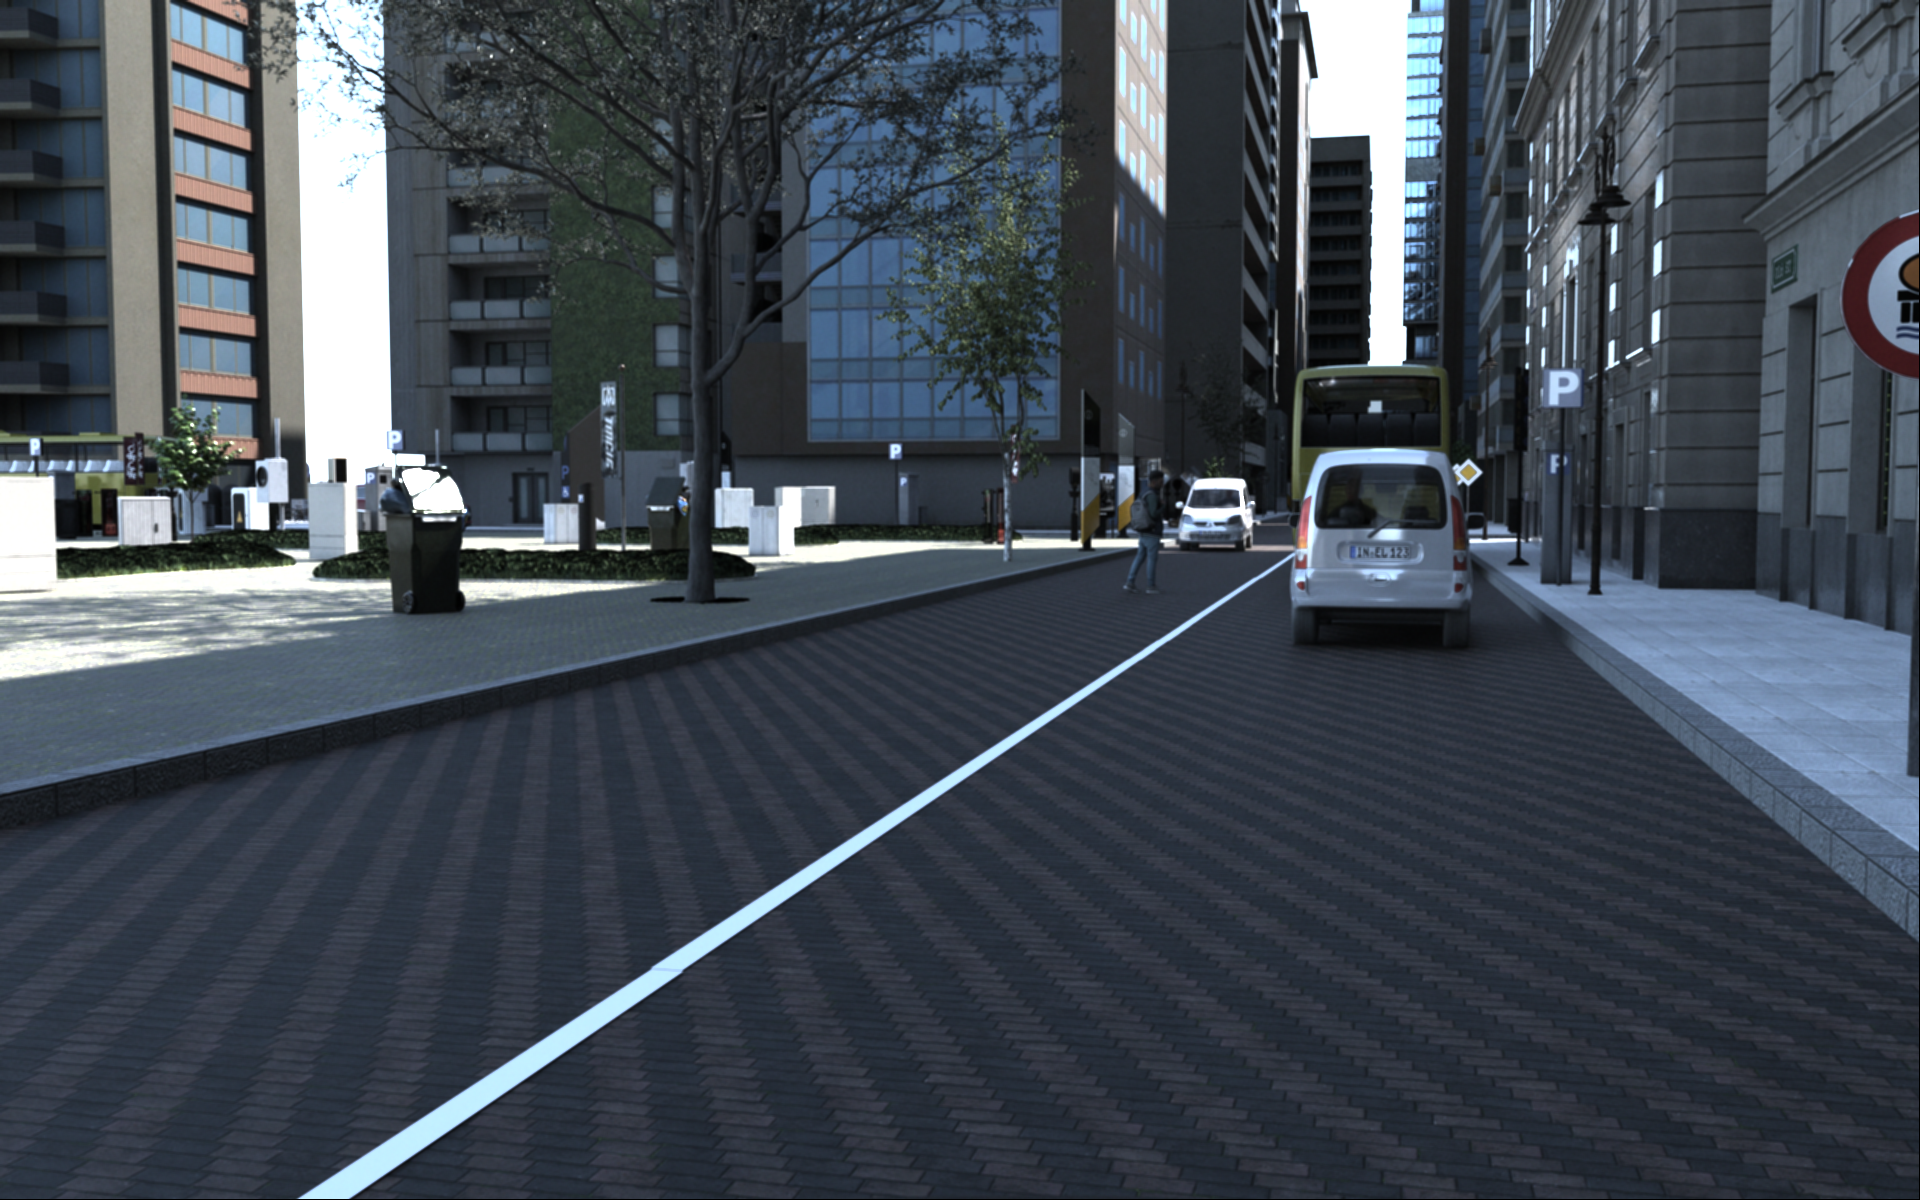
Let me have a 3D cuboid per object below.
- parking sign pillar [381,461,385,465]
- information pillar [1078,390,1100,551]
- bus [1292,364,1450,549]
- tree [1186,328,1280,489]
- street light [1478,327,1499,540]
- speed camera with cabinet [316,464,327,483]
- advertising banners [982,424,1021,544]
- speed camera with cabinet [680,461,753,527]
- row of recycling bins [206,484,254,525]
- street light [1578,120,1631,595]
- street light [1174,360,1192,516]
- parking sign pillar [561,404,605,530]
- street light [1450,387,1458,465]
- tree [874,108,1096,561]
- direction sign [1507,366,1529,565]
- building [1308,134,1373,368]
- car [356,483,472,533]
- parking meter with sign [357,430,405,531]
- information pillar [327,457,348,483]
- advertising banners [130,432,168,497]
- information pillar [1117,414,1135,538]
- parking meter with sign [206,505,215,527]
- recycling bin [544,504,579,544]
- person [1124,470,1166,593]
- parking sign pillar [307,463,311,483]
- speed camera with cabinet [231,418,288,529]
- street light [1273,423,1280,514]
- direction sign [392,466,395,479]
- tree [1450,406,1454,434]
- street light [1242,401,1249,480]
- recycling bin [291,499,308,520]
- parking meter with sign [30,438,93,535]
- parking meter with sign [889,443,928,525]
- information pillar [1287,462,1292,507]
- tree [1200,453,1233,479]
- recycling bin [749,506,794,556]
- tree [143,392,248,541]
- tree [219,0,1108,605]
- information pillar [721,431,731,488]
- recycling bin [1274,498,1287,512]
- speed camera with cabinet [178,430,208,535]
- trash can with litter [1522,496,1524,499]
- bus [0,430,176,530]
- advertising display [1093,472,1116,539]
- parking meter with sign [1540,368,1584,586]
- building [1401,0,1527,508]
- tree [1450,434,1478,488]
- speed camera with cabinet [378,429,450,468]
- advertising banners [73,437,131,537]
[{"bbox_3d":[-47.794,-9.473,143.358,1.447,3.967,1.447,-3,5,-42],"label":"parking sign pillar"},{"bbox_3d":[2.932,-2.916,39.025,0.504,3.616,0.183,-2,4,-33],"label":"information pillar"},{"bbox_3d":[8.194,-2.617,34.332,2.896,3.916,12.252,1,4,14],"label":"bus"},{"bbox_3d":[11.752,-7.710,76.415,4.360,8.622,3.978,0,3,0],"label":"tree"},{"bbox_3d":[14.628,-4.606,48.091,0.468,5.910,1.993,1,4,14],"label":"street light"},{"bbox_3d":[-41.155,-7.300,113.693,2.038,3.252,0.660,-3,5,-43],"label":"speed camera with cabinet"},{"bbox_3d":[1.056,-2.937,44.213,0.090,3.025,2.074,-2,4,-26],"label":"advertising banners"},{"bbox_3d":[-6.951,-3.374,49.494,2.038,3.252,0.660,-2,4,-31],"label":"speed camera with cabinet"},{"bbox_3d":[-30.302,-3.926,71.300,3.534,1.692,1.069,0,4,4],"label":"row of recycling bins"},{"bbox_3d":[8.106,-3.006,21.931,0.468,5.910,1.993,1,4,14],"label":"street light"},{"bbox_3d":[7.697,-5.327,59.878,0.468,5.910,1.993,1,4,14],"label":"street light"},{"bbox_3d":[-11.223,-3.856,51.519,1.447,3.967,1.447,3,4,39],"label":"parking sign pillar"},{"bbox_3d":[21.340,-6.267,75.252,0.468,5.910,1.993,1,4,14],"label":"street light"},{"bbox_3d":[0.746,-5.036,32.699,4.737,8.622,4.395,0,3,0],"label":"tree"},{"bbox_3d":[10.084,-2.396,31.172,0.379,3.537,0.876,2,4,32],"label":"direction sign"},{"bbox_3d":[42.321,-36.777,225.002,21.600,48.544,21.300,1,4,14],"label":"building"},{"bbox_3d":[-19.365,-3.120,59.687,5.304,1.827,2.281,1,4,15],"label":"car"},{"bbox_3d":[-15.622,-3.069,46.444,0.543,3.016,1.738,1,4,18],"label":"parking meter with sign"},{"bbox_3d":[-12.412,-1.841,34.584,0.304,2.012,0.304,3,5,44],"label":"information pillar"},{"bbox_3d":[-23.394,-3.303,50.186,0.090,3.025,2.074,0,4,-1],"label":"advertising banners"},{"bbox_3d":[4.841,-3.617,50.489,0.504,3.616,0.183,1,4,21],"label":"information pillar"},{"bbox_3d":[-29.764,-4.326,66.986,1.738,3.016,0.543,0,4,2],"label":"parking meter with sign"},{"bbox_3d":[-10.250,-1.960,44.593,0.722,1.027,0.722,-3,4,-36],"label":"recycling bin"},{"bbox_3d":[2.746,-0.993,25.086,0.721,1.781,0.623,-2,4,-28],"label":"person"},{"bbox_3d":[-39.647,-7.093,104.439,1.447,3.967,1.447,1,4,9],"label":"parking sign pillar"},{"bbox_3d":[-18.379,-3.123,45.402,2.038,3.252,0.660,3,5,41],"label":"speed camera with cabinet"},{"bbox_3d":[20.481,-8.531,112.262,0.468,5.910,1.993,1,4,14],"label":"street light"},{"bbox_3d":[-45.326,-8.981,138.836,0.876,3.537,0.379,-1,4,-16],"label":"direction sign"},{"bbox_3d":[33.110,-10.630,124.163,4.737,8.622,4.395,0,3,0],"label":"tree"},{"bbox_3d":[14.095,-6.929,86.069,0.468,5.910,1.993,1,4,14],"label":"street light"},{"bbox_3d":[-32.881,-4.523,86.498,0.722,1.027,0.722,1,4,16],"label":"recycling bin"},{"bbox_3d":[-28.330,-3.572,54.668,0.543,3.016,1.738,2,4,28],"label":"parking meter with sign"},{"bbox_3d":[-1.755,-3.925,60.432,0.543,3.016,1.738,2,4,32],"label":"parking meter with sign"},{"bbox_3d":[23.388,-8.027,122.603,0.183,3.616,0.504,-3,4,-38],"label":"information pillar"},{"bbox_3d":[11.814,-5.282,80.969,1.663,3.219,1.824,0,3,0],"label":"tree"},{"bbox_3d":[-3.925,-1.436,36.038,0.722,1.027,0.722,1,4,22],"label":"recycling bin"},{"bbox_3d":[-14.772,-2.351,33.047,1.663,3.219,1.824,0,3,0],"label":"tree"},{"bbox_3d":[-2.953,-6.722,20.276,12.009,13.543,11.850,0,3,0],"label":"tree"},{"bbox_3d":[-8.630,-4.440,63.941,0.504,3.616,0.183,3,5,44],"label":"information pillar"},{"bbox_3d":[23.394,-6.956,126.290,0.722,1.027,0.722,2,4,35],"label":"recycling bin"},{"bbox_3d":[-23.779,-3.629,53.666,0.660,3.252,2.038,-2,4,-32],"label":"speed camera with cabinet"},{"bbox_3d":[29.944,-4.921,91.518,2.233,1.210,1.678,-1,4,-21],"label":"trash can with litter"},{"bbox_3d":[-35.129,-4.475,64.716,12.252,3.916,2.896,1,4,14],"label":"bus"},{"bbox_3d":[4.024,-2.729,49.831,0.974,1.923,0.123,-2,4,-24],"label":"advertising display"},{"bbox_3d":[8.616,-1.752,24.903,0.543,3.016,1.738,1,4,17],"label":"parking meter with sign"},{"bbox_3d":[67.880,-55.351,217.655,31.000,86.520,22.319,1,4,14],"label":"building"},{"bbox_3d":[26.162,-6.667,92.716,4.285,4.588,4.351,0,3,0],"label":"tree"},{"bbox_3d":[-16.691,-3.585,52.959,2.038,3.252,0.660,0,4,3],"label":"speed camera with cabinet"},{"bbox_3d":[-25.795,-3.440,52.427,0.090,3.025,2.074,3,4,38],"label":"advertising banners"}]
